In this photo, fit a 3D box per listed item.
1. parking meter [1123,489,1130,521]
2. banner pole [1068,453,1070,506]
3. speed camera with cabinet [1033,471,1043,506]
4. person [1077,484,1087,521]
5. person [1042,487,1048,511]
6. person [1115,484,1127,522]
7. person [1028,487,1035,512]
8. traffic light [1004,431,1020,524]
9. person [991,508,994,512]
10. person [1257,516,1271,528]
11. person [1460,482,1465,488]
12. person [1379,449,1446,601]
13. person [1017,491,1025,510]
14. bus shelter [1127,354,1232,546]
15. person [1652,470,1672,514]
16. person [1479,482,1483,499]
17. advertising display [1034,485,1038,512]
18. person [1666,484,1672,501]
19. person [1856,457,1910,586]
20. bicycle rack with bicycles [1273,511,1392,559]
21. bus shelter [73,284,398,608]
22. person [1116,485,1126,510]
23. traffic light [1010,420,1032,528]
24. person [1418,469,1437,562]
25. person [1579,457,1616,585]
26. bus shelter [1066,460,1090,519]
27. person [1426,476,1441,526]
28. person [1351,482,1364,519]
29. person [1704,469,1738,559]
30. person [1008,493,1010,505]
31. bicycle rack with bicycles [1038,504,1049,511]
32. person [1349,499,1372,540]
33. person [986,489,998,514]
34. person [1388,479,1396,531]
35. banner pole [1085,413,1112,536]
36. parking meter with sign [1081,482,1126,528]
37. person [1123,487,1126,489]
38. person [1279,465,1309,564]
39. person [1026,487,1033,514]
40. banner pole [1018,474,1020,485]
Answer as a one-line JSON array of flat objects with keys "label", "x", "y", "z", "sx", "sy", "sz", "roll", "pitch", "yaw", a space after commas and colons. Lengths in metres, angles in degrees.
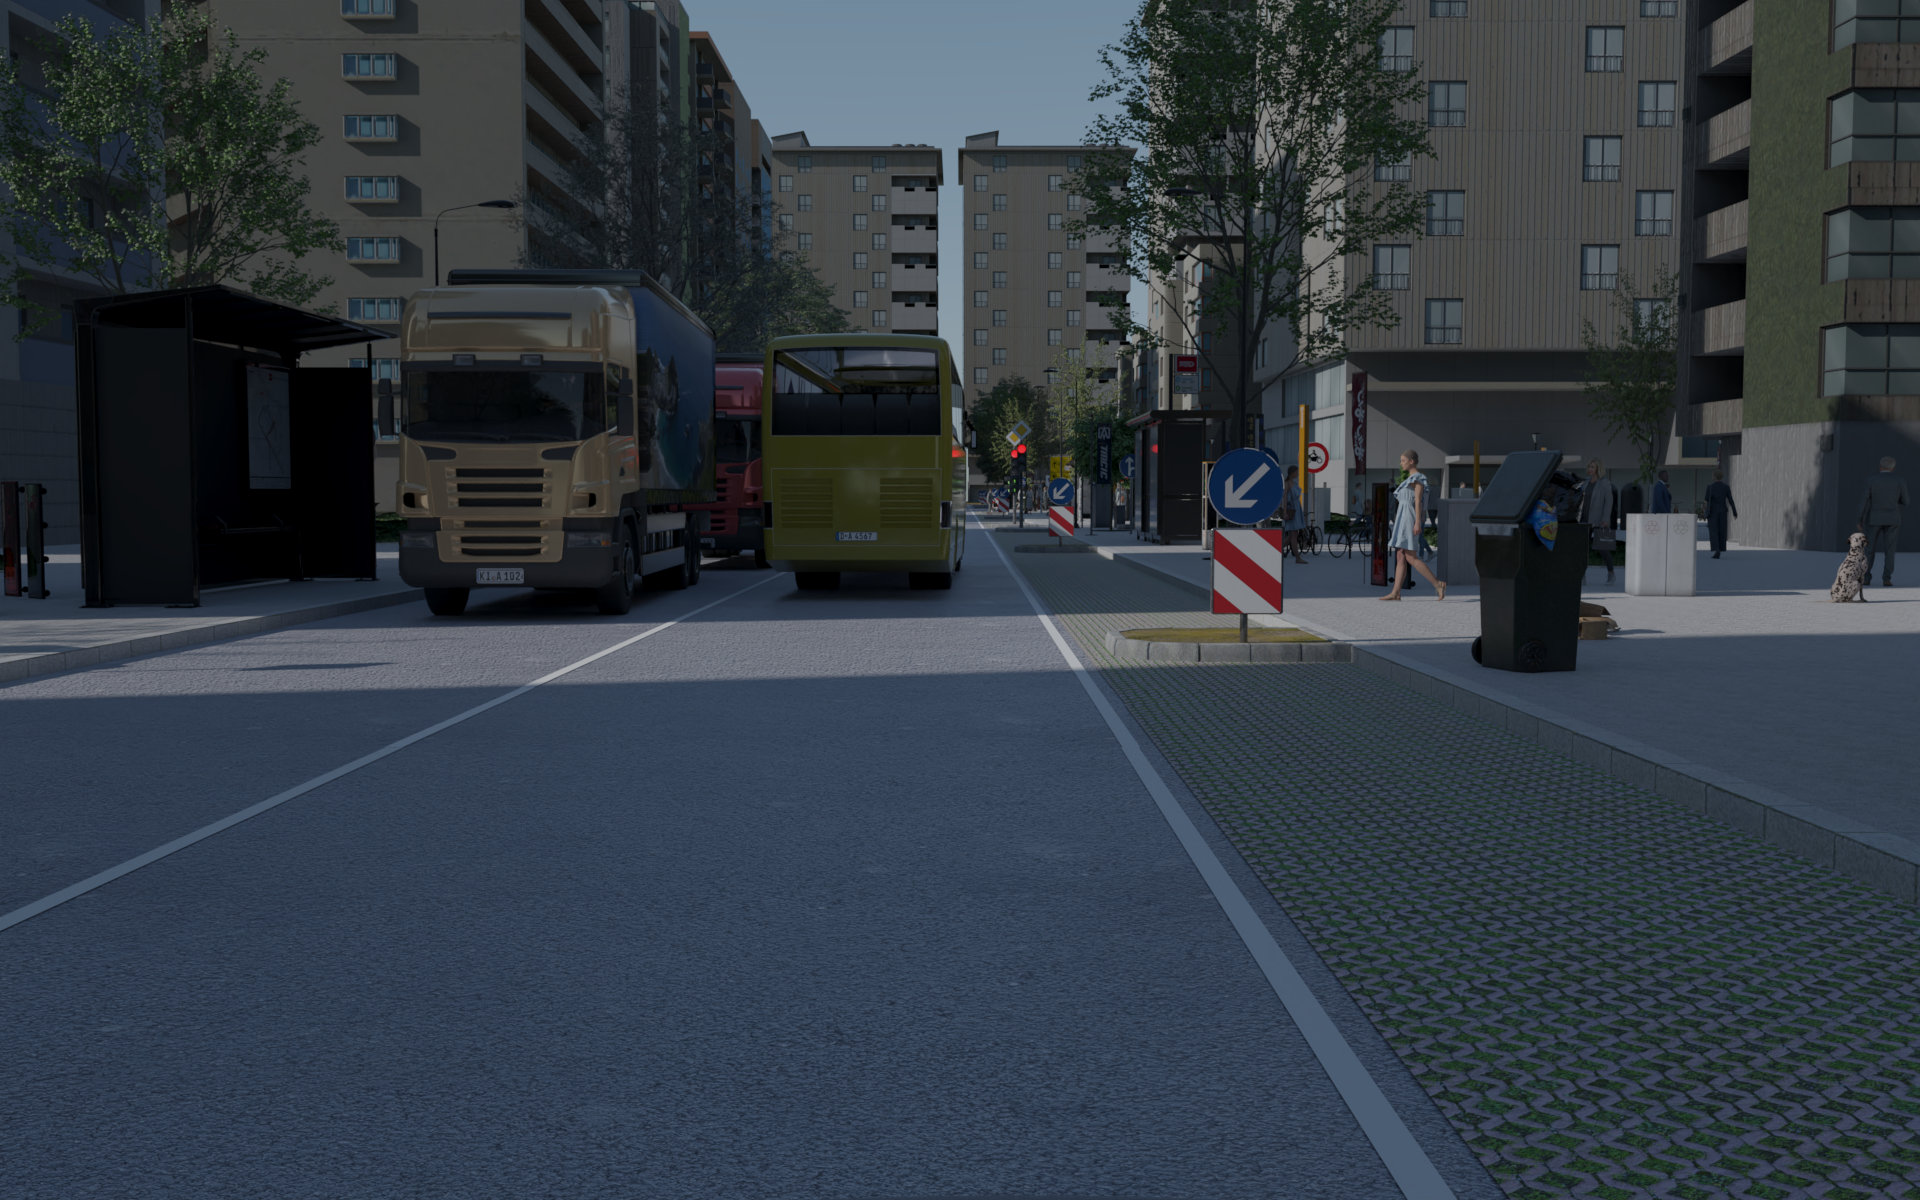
[{"label": "parking meter", "x": 7.908, "y": -4.507, "z": 82.094, "sx": 0.372, "sy": 1.533, "sz": 0.369, "roll": 0, "pitch": 3, "yaw": 0}, {"label": "banner pole", "x": 6.590, "y": -6.838, "z": 101.820, "sx": 0.863, "sy": 3.779, "sz": 0.401, "roll": -3, "pitch": 4, "yaw": -36}, {"label": "speed camera with cabinet", "x": 6.264, "y": -9.256, "z": 145.674, "sx": 0.660, "sy": 3.252, "sz": 2.038, "roll": 2, "pitch": 4, "yaw": 30}, {"label": "person", "x": 5.865, "y": -4.719, "z": 83.406, "sx": 0.583, "sy": 1.804, "sz": 0.606, "roll": -1, "pitch": 4, "yaw": -14}, {"label": "person", "x": 6.430, "y": -7.687, "z": 131.901, "sx": 0.590, "sy": 1.801, "sz": 0.661, "roll": -2, "pitch": 4, "yaw": -30}, {"label": "person", "x": 7.337, "y": -4.452, "z": 79.012, "sx": 0.590, "sy": 1.801, "sz": 0.661, "roll": 1, "pitch": 4, "yaw": 12}, {"label": "person", "x": 5.156, "y": -7.358, "z": 126.749, "sx": 0.834, "sy": 1.777, "sz": 0.661, "roll": -1, "pitch": 4, "yaw": -18}, {"label": "traffic light", "x": 2.304, "y": -5.170, "z": 73.450, "sx": 0.839, "sy": 4.253, "sz": 0.868, "roll": 0, "pitch": 3, "yaw": 0}, {"label": "person", "x": 2.552, "y": -7.448, "z": 130.614, "sx": 0.601, "sy": 1.785, "sz": 0.444, "roll": -3, "pitch": 4, "yaw": -39}, {"label": "person", "x": 7.273, "y": -2.198, "z": 41.784, "sx": 0.655, "sy": 1.846, "sz": 0.447, "roll": -2, "pitch": 4, "yaw": -34}, {"label": "person", "x": 22.676, "y": -4.436, "z": 78.589, "sx": 0.620, "sy": 1.820, "sz": 0.660, "roll": 2, "pitch": 4, "yaw": 29}, {"label": "person", "x": 5.401, "y": -0.887, "z": 20.633, "sx": 0.778, "sy": 1.811, "sz": 0.616, "roll": 1, "pitch": 4, "yaw": 17}, {"label": "person", "x": 4.809, "y": -7.971, "z": 136.248, "sx": 0.514, "sy": 1.842, "sz": 0.818, "roll": -3, "pitch": 4, "yaw": -38}, {"label": "bus shelter", "x": 5.787, "y": -4.260, "z": 47.280, "sx": 2.179, "sy": 5.291, "sz": 8.768, "roll": 0, "pitch": 3, "yaw": 0}, {"label": "person", "x": 15.474, "y": -1.953, "z": 38.165, "sx": 0.419, "sy": 1.800, "sz": 0.721, "roll": 1, "pitch": 4, "yaw": 20}, {"label": "person", "x": 22.887, "y": -4.297, "z": 76.421, "sx": 0.853, "sy": 1.813, "sz": 0.709, "roll": 1, "pitch": 4, "yaw": 17}, {"label": "advertising display", "x": 5.504, "y": -7.334, "z": 125.117, "sx": 0.123, "sy": 1.923, "sz": 0.974, "roll": 1, "pitch": 4, "yaw": 13}, {"label": "person", "x": 28.490, "y": -3.764, "z": 69.846, "sx": 0.447, "sy": 1.846, "sz": 0.655, "roll": 1, "pitch": 4, "yaw": 18}, {"label": "person", "x": 12.904, "y": -1.102, "z": 24.238, "sx": 0.661, "sy": 1.801, "sz": 0.590, "roll": 1, "pitch": 4, "yaw": 21}, {"label": "bicycle rack with bicycles", "x": 7.404, "y": -1.349, "z": 35.443, "sx": 2.852, "sy": 0.926, "sz": 2.925, "roll": 3, "pitch": 5, "yaw": 41}, {"label": "bus shelter", "x": -9.121, "y": -1.909, "z": 22.492, "sx": 1.731, "sy": 3.624, "sz": 6.357, "roll": 0, "pitch": 3, "yaw": 0}, {"label": "person", "x": 7.212, "y": -4.309, "z": 77.497, "sx": 0.512, "sy": 1.701, "sz": 0.522, "roll": -1, "pitch": 4, "yaw": -18}, {"label": "traffic light", "x": 2.303, "y": -4.682, "z": 65.464, "sx": 0.839, "sy": 4.253, "sz": 0.868, "roll": 0, "pitch": 3, "yaw": 0}, {"label": "person", "x": 8.666, "y": -1.571, "z": 32.400, "sx": 0.598, "sy": 1.740, "sz": 0.731, "roll": -1, "pitch": 4, "yaw": -18}, {"label": "person", "x": 8.942, "y": -1.100, "z": 24.214, "sx": 0.728, "sy": 1.800, "sz": 0.709, "roll": -2, "pitch": 4, "yaw": -24}, {"label": "bus shelter", "x": 6.559, "y": -5.768, "z": 88.224, "sx": 2.014, "sy": 3.302, "sz": 5.546, "roll": 0, "pitch": 4, "yaw": 0}, {"label": "person", "x": 13.411, "y": -2.636, "z": 49.326, "sx": 0.709, "sy": 1.800, "sz": 0.728, "roll": -1, "pitch": 4, "yaw": -23}, {"label": "person", "x": 14.019, "y": -3.297, "z": 60.950, "sx": 0.522, "sy": 1.701, "sz": 0.512, "roll": -1, "pitch": 4, "yaw": -9}, {"label": "person", "x": 15.095, "y": -1.709, "z": 34.407, "sx": 0.576, "sy": 1.772, "sz": 0.534, "roll": -1, "pitch": 4, "yaw": -16}, {"label": "person", "x": 5.685, "y": -11.786, "z": 198.771, "sx": 0.705, "sy": 1.821, "sz": 1.348, "roll": 1, "pitch": 4, "yaw": 16}, {"label": "bicycle rack with bicycles", "x": 7.552, "y": -7.400, "z": 134.372, "sx": 2.925, "sy": 0.926, "sz": 2.852, "roll": 0, "pitch": 4, "yaw": 3}, {"label": "person", "x": 11.415, "y": -2.235, "z": 48.077, "sx": 1.012, "sy": 1.151, "sz": 0.738, "roll": 3, "pitch": 5, "yaw": 40}, {"label": "person", "x": 2.170, "y": -6.901, "z": 121.445, "sx": 0.853, "sy": 1.813, "sz": 0.709, "roll": 2, "pitch": 4, "yaw": 28}, {"label": "person", "x": 14.855, "y": -3.283, "z": 59.821, "sx": 0.767, "sy": 1.812, "sz": 0.694, "roll": 0, "pitch": 3, "yaw": 0}, {"label": "banner pole", "x": 4.307, "y": -3.893, "z": 53.666, "sx": 0.863, "sy": 3.779, "sz": 0.401, "roll": 0, "pitch": 4, "yaw": -5}, {"label": "parking meter with sign", "x": 5.432, "y": -4.261, "z": 65.931, "sx": 1.738, "sy": 3.016, "sz": 0.543, "roll": -1, "pitch": 4, "yaw": -16}, {"label": "person", "x": 11.584, "y": -7.117, "z": 122.976, "sx": 0.480, "sy": 1.755, "sz": 0.524, "roll": 3, "pitch": 4, "yaw": 38}, {"label": "person", "x": 6.050, "y": -1.572, "z": 31.840, "sx": 0.778, "sy": 1.811, "sz": 0.616, "roll": 3, "pitch": 5, "yaw": 42}, {"label": "person", "x": 4.388, "y": -6.261, "z": 108.984, "sx": 0.480, "sy": 1.755, "sz": 0.524, "roll": -1, "pitch": 4, "yaw": -18}, {"label": "banner pole", "x": 4.229, "y": -8.193, "z": 123.969, "sx": 0.863, "sy": 3.779, "sz": 0.401, "roll": 1, "pitch": 4, "yaw": 17}]
